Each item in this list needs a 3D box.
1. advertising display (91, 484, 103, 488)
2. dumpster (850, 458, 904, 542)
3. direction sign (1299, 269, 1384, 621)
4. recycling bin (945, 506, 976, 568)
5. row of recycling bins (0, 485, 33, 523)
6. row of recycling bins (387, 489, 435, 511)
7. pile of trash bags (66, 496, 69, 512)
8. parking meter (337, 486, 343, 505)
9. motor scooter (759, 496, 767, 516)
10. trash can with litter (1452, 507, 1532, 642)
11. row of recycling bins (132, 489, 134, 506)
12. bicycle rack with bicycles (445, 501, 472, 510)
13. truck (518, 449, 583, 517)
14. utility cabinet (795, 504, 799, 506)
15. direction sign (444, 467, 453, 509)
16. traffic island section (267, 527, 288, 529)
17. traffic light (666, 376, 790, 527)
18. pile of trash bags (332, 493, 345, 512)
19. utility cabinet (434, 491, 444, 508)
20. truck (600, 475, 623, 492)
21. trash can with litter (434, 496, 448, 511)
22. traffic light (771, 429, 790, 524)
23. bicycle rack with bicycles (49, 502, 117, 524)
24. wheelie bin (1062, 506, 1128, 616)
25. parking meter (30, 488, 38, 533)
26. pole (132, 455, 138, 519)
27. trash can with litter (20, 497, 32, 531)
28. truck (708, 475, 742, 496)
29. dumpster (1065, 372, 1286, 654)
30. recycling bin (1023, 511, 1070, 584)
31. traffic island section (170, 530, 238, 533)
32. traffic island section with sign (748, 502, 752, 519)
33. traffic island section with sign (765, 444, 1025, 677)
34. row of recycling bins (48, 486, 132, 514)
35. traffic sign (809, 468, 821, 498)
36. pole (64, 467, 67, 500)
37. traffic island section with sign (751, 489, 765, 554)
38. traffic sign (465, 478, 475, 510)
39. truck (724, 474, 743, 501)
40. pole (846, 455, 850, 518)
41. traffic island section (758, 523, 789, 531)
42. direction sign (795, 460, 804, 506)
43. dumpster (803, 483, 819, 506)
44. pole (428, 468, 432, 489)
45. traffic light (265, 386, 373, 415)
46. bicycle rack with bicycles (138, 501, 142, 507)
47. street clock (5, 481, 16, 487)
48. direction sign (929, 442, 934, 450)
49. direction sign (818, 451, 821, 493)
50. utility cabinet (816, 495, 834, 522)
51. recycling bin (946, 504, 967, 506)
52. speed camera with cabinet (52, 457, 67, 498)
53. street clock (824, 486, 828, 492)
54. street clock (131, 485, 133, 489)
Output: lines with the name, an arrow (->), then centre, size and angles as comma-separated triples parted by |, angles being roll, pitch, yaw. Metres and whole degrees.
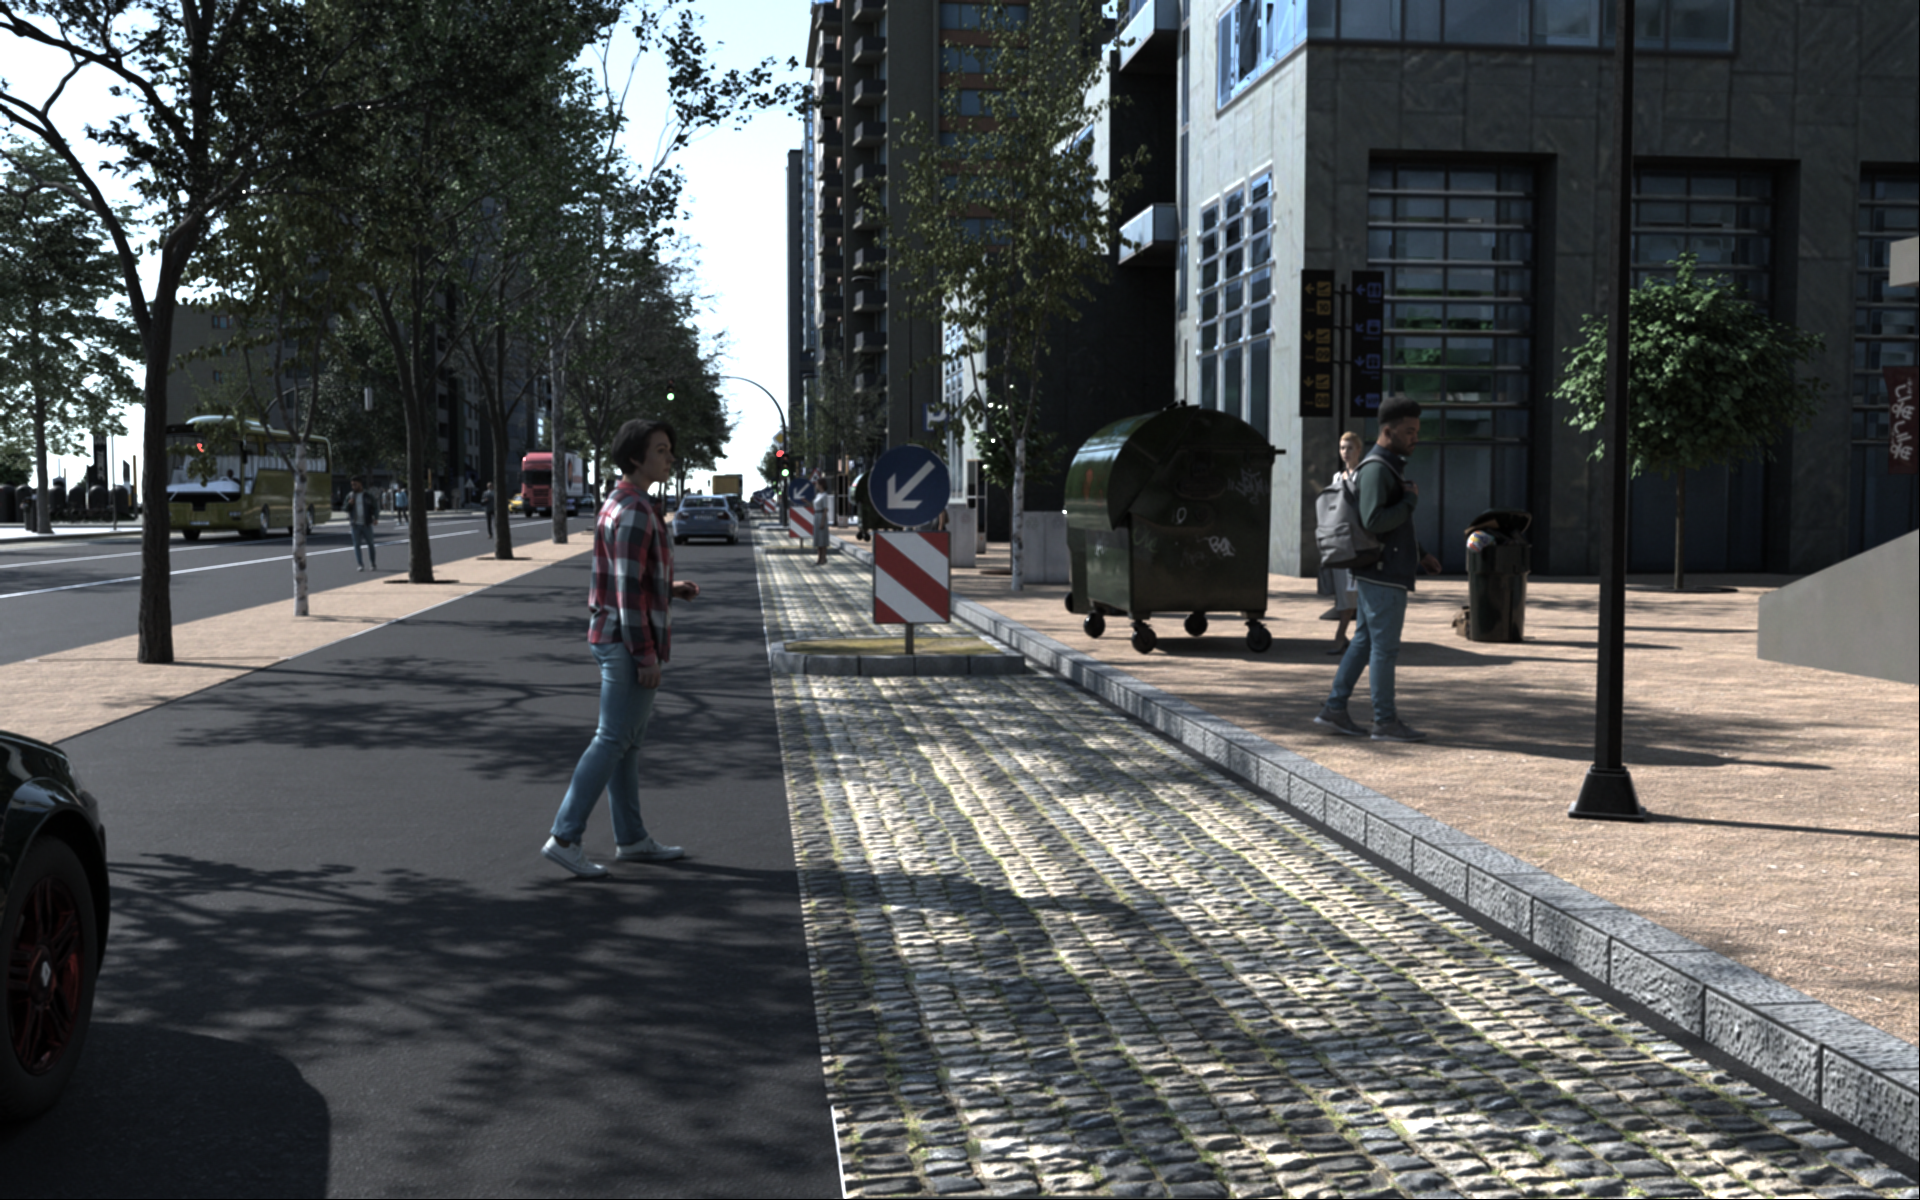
advertising display -> -52.860, -6.171, 106.114 | 0.123, 1.923, 0.974 | 1, 4, 8
dumpster -> -2.188, -2.742, 47.329 | 1.502, 2.255, 1.985 | 0, 4, -7
direction sign -> 3.870, -1.567, 17.616 | 0.876, 3.537, 0.379 | -1, 4, -10
recycling bin -> -0.094, -1.084, 30.283 | 0.722, 1.027, 0.722 | 0, 4, -1
row of recycling bins -> -42.866, -4.278, 77.058 | 3.534, 1.692, 1.069 | 0, 4, 4
row of recycling bins -> -41.295, -7.541, 130.405 | 3.534, 1.692, 1.069 | -3, 5, -39
pile of trash bags -> -45.821, -4.774, 87.812 | 1.912, 1.369, 3.447 | 0, 4, -3
parking meter -> -47.613, -7.789, 133.059 | 0.399, 1.863, 0.255 | 2, 4, 35
motor scooter -> -12.966, -6.286, 115.556 | 0.815, 1.314, 1.986 | 0, 4, -6
trash can with litter -> 4.612, -0.239, 15.289 | 0.624, 1.170, 1.055 | 0, 4, -4
row of recycling bins -> -62.908, -7.474, 129.305 | 3.534, 1.692, 1.069 | 1, 4, 20
bicycle rack with bicycles -> -41.005, -7.771, 140.440 | 2.925, 0.926, 2.852 | 0, 4, 6
truck -> -25.986, -7.431, 110.415 | 2.839, 4.237, 11.283 | 0, 4, -5
utility cabinet -> -11.734, -7.117, 127.531 | 0.306, 1.237, 1.020 | 3, 5, 41
direction sign -> -42.575, -9.310, 144.222 | 0.379, 3.537, 0.876 | 2, 4, 33
traffic island section -> -29.233, -3.079, 72.616 | 2.009, 0.180, 2.903 | 0, 4, -7
traffic light -> -8.882, -5.636, 66.811 | 4.771, 5.953, 1.251 | 0, 4, -7
pile of trash bags -> -45.423, -7.180, 127.137 | 3.447, 1.369, 1.912 | 2, 4, 35
utility cabinet -> -40.880, -7.767, 135.666 | 1.173, 1.500, 0.318 | 3, 4, 37
truck -> -34.182, -10.923, 174.513 | 3.469, 3.379, 9.791 | 0, 4, -7
trash can with litter -> -38.630, -7.184, 128.849 | 0.624, 1.170, 1.055 | 1, 4, 17
traffic light -> -7.795, -5.273, 75.132 | 0.839, 4.253, 0.868 | 0, 4, -7
bicycle rack with bicycles -> -38.369, -3.828, 75.976 | 2.925, 0.926, 2.852 | -3, 4, -36
wheelie bin -> 1.535, -0.651, 18.555 | 0.693, 1.594, 0.980 | -3, 5, -41
parking meter -> -30.757, -3.016, 57.726 | 0.372, 1.533, 0.369 | 0, 3, 0
pole -> -42.600, -5.848, 89.461 | 0.158, 3.312, 0.155 | 0, 3, 0
trash can with litter -> -32.597, -3.016, 60.702 | 0.624, 1.170, 1.055 | -2, 4, -30
truck -> -23.223, -10.737, 171.475 | 3.469, 3.379, 9.791 | -1, 4, -8
dumpster -> 1.794, -0.746, 14.687 | 1.502, 2.255, 1.985 | 0, 4, -7
recycling bin -> 1.213, -0.758, 24.941 | 0.722, 1.027, 0.722 | 0, 4, 1
traffic island section -> -28.256, -2.594, 64.691 | 2.009, 0.180, 2.903 | 0, 4, -7
traffic island section with sign -> -10.851, -5.443, 97.620 | 1.989, 1.847, 2.006 | 0, 4, -7
traffic island section with sign -> -0.592, -0.358, 14.484 | 1.989, 1.847, 2.006 | 0, 4, -7
row of recycling bins -> -42.329, -4.710, 84.126 | 3.534, 1.692, 1.069 | -2, 4, -28
traffic sign -> -7.164, -5.259, 85.993 | 0.884, 2.594, 0.081 | 0, 4, -1
pole -> -68.295, -8.464, 132.225 | 0.158, 3.312, 0.155 | 0, 3, 0
traffic island section with sign -> -3.938, -2.018, 41.617 | 1.989, 1.847, 2.006 | 0, 4, -7
traffic sign -> -39.166, -8.464, 138.387 | 0.884, 2.594, 0.081 | 0, 4, 3
truck -> -32.065, -15.653, 244.844 | 2.839, 4.237, 11.283 | -1, 4, -9
pole -> -5.879, -5.938, 90.936 | 0.158, 3.312, 0.155 | 0, 3, 0
traffic island section -> -7.754, -3.240, 75.251 | 2.009, 0.180, 2.903 | 0, 4, -7
direction sign -> -10.619, -7.507, 114.731 | 0.379, 3.537, 0.876 | -3, 5, -43
dumpster -> -8.397, -5.607, 97.432 | 1.264, 1.857, 1.865 | 0, 4, -7
pole -> -42.000, -8.774, 137.300 | 0.158, 3.312, 0.155 | 0, 3, 0
traffic light -> -27.127, -6.000, 72.776 | 4.771, 5.953, 1.251 | 0, 4, -7
bicycle rack with bicycles -> -58.918, -6.992, 127.698 | 2.925, 0.926, 2.852 | 1, 4, 18
street clock -> -59.631, -6.365, 108.638 | 0.471, 2.002, 0.358 | 0, 4, -5
direction sign -> -1.171, -5.095, 75.308 | 0.379, 3.537, 0.876 | -2, 4, -27
direction sign -> -7.462, -6.128, 92.193 | 0.379, 3.537, 0.876 | -1, 4, -12
utility cabinet -> -6.176, -4.211, 80.010 | 1.020, 1.237, 0.306 | 3, 4, 37
recycling bin -> -0.137, -2.053, 46.121 | 0.722, 1.027, 0.722 | -1, 4, -22
speed camera with cabinet -> -49.163, -6.040, 93.082 | 2.038, 3.252, 0.660 | -2, 4, -23
street clock -> -9.795, -7.358, 124.867 | 0.471, 2.002, 0.358 | -2, 4, -26
street clock -> -62.697, -7.729, 130.933 | 0.471, 2.002, 0.358 | 2, 4, 33
